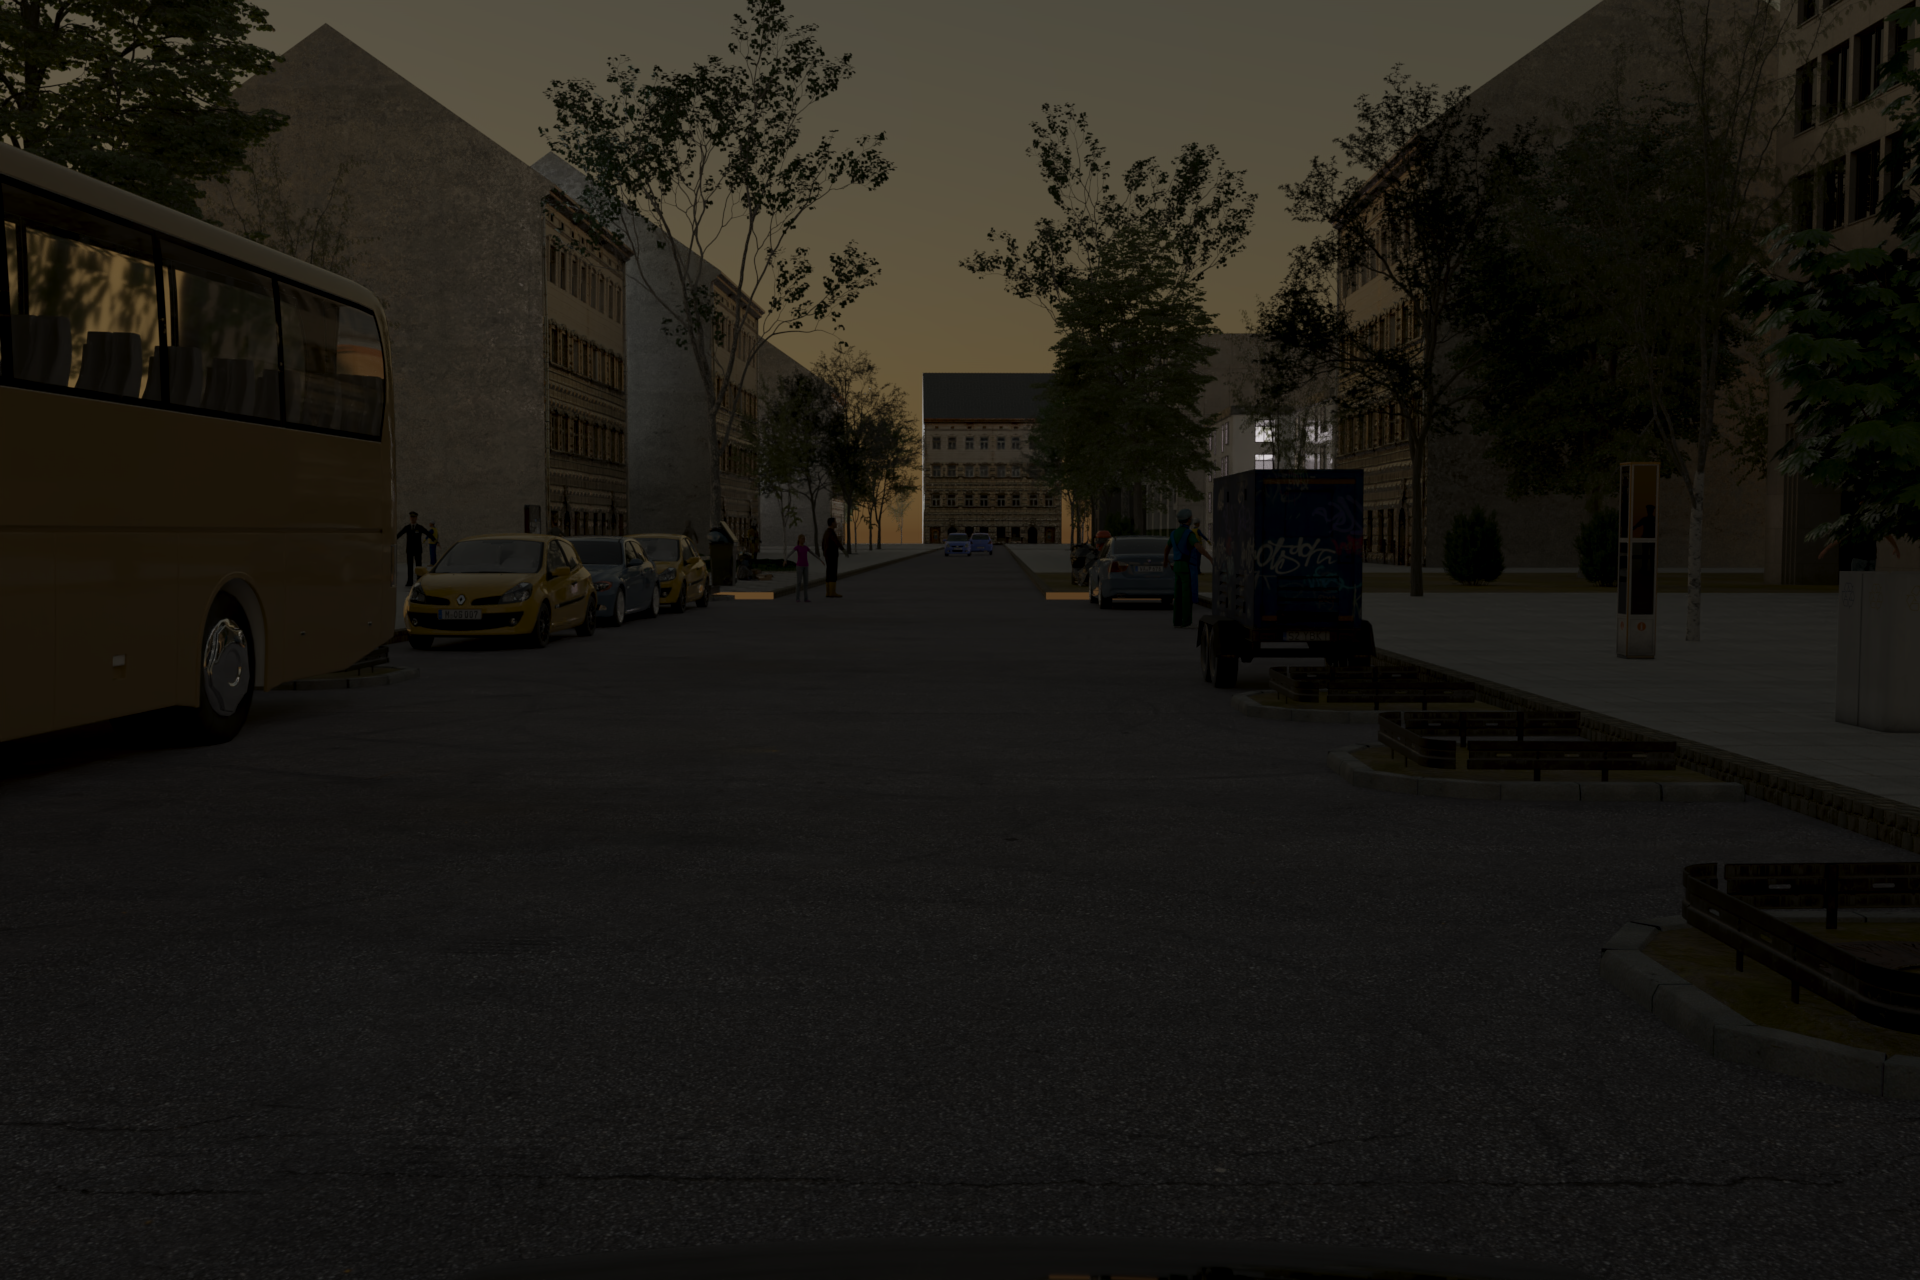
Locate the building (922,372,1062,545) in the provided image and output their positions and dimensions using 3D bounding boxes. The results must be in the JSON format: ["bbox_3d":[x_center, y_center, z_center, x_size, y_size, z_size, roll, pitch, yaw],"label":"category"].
[{"bbox_3d":[3.998,-24.527,234.402,18.063,23.208,19.493,0,4,-2],"label":"building"}]

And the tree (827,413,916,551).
[{"bbox_3d":[-7.189,-12.236,134.467,8.767,10.594,7.601,3,4,38],"label":"tree"}]

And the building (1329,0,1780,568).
[{"bbox_3d":[27.140,-14.873,74.099,19.493,23.208,18.063,0,4,1],"label":"building"}]

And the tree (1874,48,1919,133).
[{"bbox_3d":[9.469,-5.279,12.072,9.928,11.665,9.643,0,3,0],"label":"tree"}]

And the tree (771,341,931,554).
[{"bbox_3d":[-7.089,-12.203,109.889,12.009,13.543,11.850,0,3,0],"label":"tree"}]

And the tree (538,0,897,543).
[{"bbox_3d":[-8.134,-12.389,58.449,12.611,20.169,13.585,0,3,0],"label":"tree"}]

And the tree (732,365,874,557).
[{"bbox_3d":[-8.147,-9.860,95.628,7.601,10.594,8.767,2,4,31],"label":"tree"}]

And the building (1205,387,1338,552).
[{"bbox_3d":[22.227,-10.459,113.157,9.099,9.664,28.070,0,4,1],"label":"building"}]

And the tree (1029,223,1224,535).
[{"bbox_3d":[6.244,-8.921,63.983,7.486,12.596,7.792,0,3,0],"label":"tree"}]

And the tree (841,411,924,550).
[{"bbox_3d":[-6.801,-13.336,143.801,9.928,11.665,9.643,0,3,0],"label":"tree"}]

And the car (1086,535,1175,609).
[{"bbox_3d":[3.537,-1.369,34.382,2.014,1.417,4.499,0,4,0],"label":"car"}]

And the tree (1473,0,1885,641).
[{"bbox_3d":[8.909,-4.278,20.308,4.360,8.622,3.978,0,3,0],"label":"tree"}]

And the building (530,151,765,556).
[{"bbox_3d":[-23.202,-17.009,109.023,19.493,23.208,18.063,0,4,2],"label":"building"}]

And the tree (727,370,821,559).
[{"bbox_3d":[-7.991,-7.751,77.093,4.737,8.622,4.395,0,3,0],"label":"tree"}]

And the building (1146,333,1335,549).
[{"bbox_3d":[27.064,-18.019,161.074,16.747,18.905,31.486,0,4,1],"label":"building"}]

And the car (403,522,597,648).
[{"bbox_3d":[-6.026,-0.777,22.935,2.015,1.641,3.980,0,4,1],"label":"car"}]

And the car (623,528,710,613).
[{"bbox_3d":[-5.810,-1.364,32.517,2.015,1.641,3.980,0,4,1],"label":"car"}]

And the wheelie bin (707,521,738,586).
[{"bbox_3d":[-5.888,-2.143,42.939,0.693,1.594,0.980,0,4,3],"label":"wheelie bin"}]

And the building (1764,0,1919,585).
[{"bbox_3d":[29.772,-13.631,25.028,24.374,26.755,37.873,0,4,1],"label":"building"}]

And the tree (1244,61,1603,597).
[{"bbox_3d":[9.093,-6.166,35.220,7.601,10.594,8.767,-2,4,-27],"label":"tree"}]

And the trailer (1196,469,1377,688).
[{"bbox_3d":[3.079,-0.619,17.167,1.471,1.999,3.904,0,4,0],"label":"trailer"}]

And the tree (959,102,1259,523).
[{"bbox_3d":[6.023,-13.585,78.010,12.611,20.169,13.585,0,3,0],"label":"tree"}]

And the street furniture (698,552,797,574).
[{"bbox_3d":[-9.924,-2.532,57.018,10.072,0.657,5.734,-3,5,-42],"label":"street furniture"}]

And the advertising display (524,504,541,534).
[{"bbox_3d":[-9.378,-2.008,38.050,0.123,1.923,0.974,0,4,1],"label":"advertising display"}]

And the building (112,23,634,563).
[{"bbox_3d":[-27.217,-15.486,84.129,19.493,23.208,18.063,0,4,0],"label":"building"}]

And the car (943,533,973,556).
[{"bbox_3d":[-0.134,-6.258,111.908,1.945,1.707,3.694,0,4,1],"label":"car"}]

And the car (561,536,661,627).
[{"bbox_3d":[-6.061,-0.995,28.266,2.014,1.417,4.499,0,4,1],"label":"car"}]

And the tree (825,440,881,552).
[{"bbox_3d":[-7.273,-10.392,120.267,4.737,8.622,4.395,0,3,0],"label":"tree"}]

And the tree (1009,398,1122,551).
[{"bbox_3d":[8.802,-13.707,134.476,12.009,13.543,11.850,0,3,0],"label":"tree"}]

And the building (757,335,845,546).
[{"bbox_3d":[-22.614,-21.940,189.654,19.493,23.208,18.063,0,4,1],"label":"building"}]

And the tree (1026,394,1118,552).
[{"bbox_3d":[8.352,-12.077,123.208,9.928,11.665,9.643,0,3,0],"label":"tree"}]

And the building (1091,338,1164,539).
[{"bbox_3d":[28.704,-21.546,196.252,27.936,21.610,32.646,0,4,1],"label":"building"}]

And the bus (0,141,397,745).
[{"bbox_3d":[-6.235,-1.065,8.963,2.896,3.916,12.252,0,4,1],"label":"bus"}]

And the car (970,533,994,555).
[{"bbox_3d":[1.401,-6.707,119.256,1.945,1.707,3.694,0,4,0],"label":"car"}]
